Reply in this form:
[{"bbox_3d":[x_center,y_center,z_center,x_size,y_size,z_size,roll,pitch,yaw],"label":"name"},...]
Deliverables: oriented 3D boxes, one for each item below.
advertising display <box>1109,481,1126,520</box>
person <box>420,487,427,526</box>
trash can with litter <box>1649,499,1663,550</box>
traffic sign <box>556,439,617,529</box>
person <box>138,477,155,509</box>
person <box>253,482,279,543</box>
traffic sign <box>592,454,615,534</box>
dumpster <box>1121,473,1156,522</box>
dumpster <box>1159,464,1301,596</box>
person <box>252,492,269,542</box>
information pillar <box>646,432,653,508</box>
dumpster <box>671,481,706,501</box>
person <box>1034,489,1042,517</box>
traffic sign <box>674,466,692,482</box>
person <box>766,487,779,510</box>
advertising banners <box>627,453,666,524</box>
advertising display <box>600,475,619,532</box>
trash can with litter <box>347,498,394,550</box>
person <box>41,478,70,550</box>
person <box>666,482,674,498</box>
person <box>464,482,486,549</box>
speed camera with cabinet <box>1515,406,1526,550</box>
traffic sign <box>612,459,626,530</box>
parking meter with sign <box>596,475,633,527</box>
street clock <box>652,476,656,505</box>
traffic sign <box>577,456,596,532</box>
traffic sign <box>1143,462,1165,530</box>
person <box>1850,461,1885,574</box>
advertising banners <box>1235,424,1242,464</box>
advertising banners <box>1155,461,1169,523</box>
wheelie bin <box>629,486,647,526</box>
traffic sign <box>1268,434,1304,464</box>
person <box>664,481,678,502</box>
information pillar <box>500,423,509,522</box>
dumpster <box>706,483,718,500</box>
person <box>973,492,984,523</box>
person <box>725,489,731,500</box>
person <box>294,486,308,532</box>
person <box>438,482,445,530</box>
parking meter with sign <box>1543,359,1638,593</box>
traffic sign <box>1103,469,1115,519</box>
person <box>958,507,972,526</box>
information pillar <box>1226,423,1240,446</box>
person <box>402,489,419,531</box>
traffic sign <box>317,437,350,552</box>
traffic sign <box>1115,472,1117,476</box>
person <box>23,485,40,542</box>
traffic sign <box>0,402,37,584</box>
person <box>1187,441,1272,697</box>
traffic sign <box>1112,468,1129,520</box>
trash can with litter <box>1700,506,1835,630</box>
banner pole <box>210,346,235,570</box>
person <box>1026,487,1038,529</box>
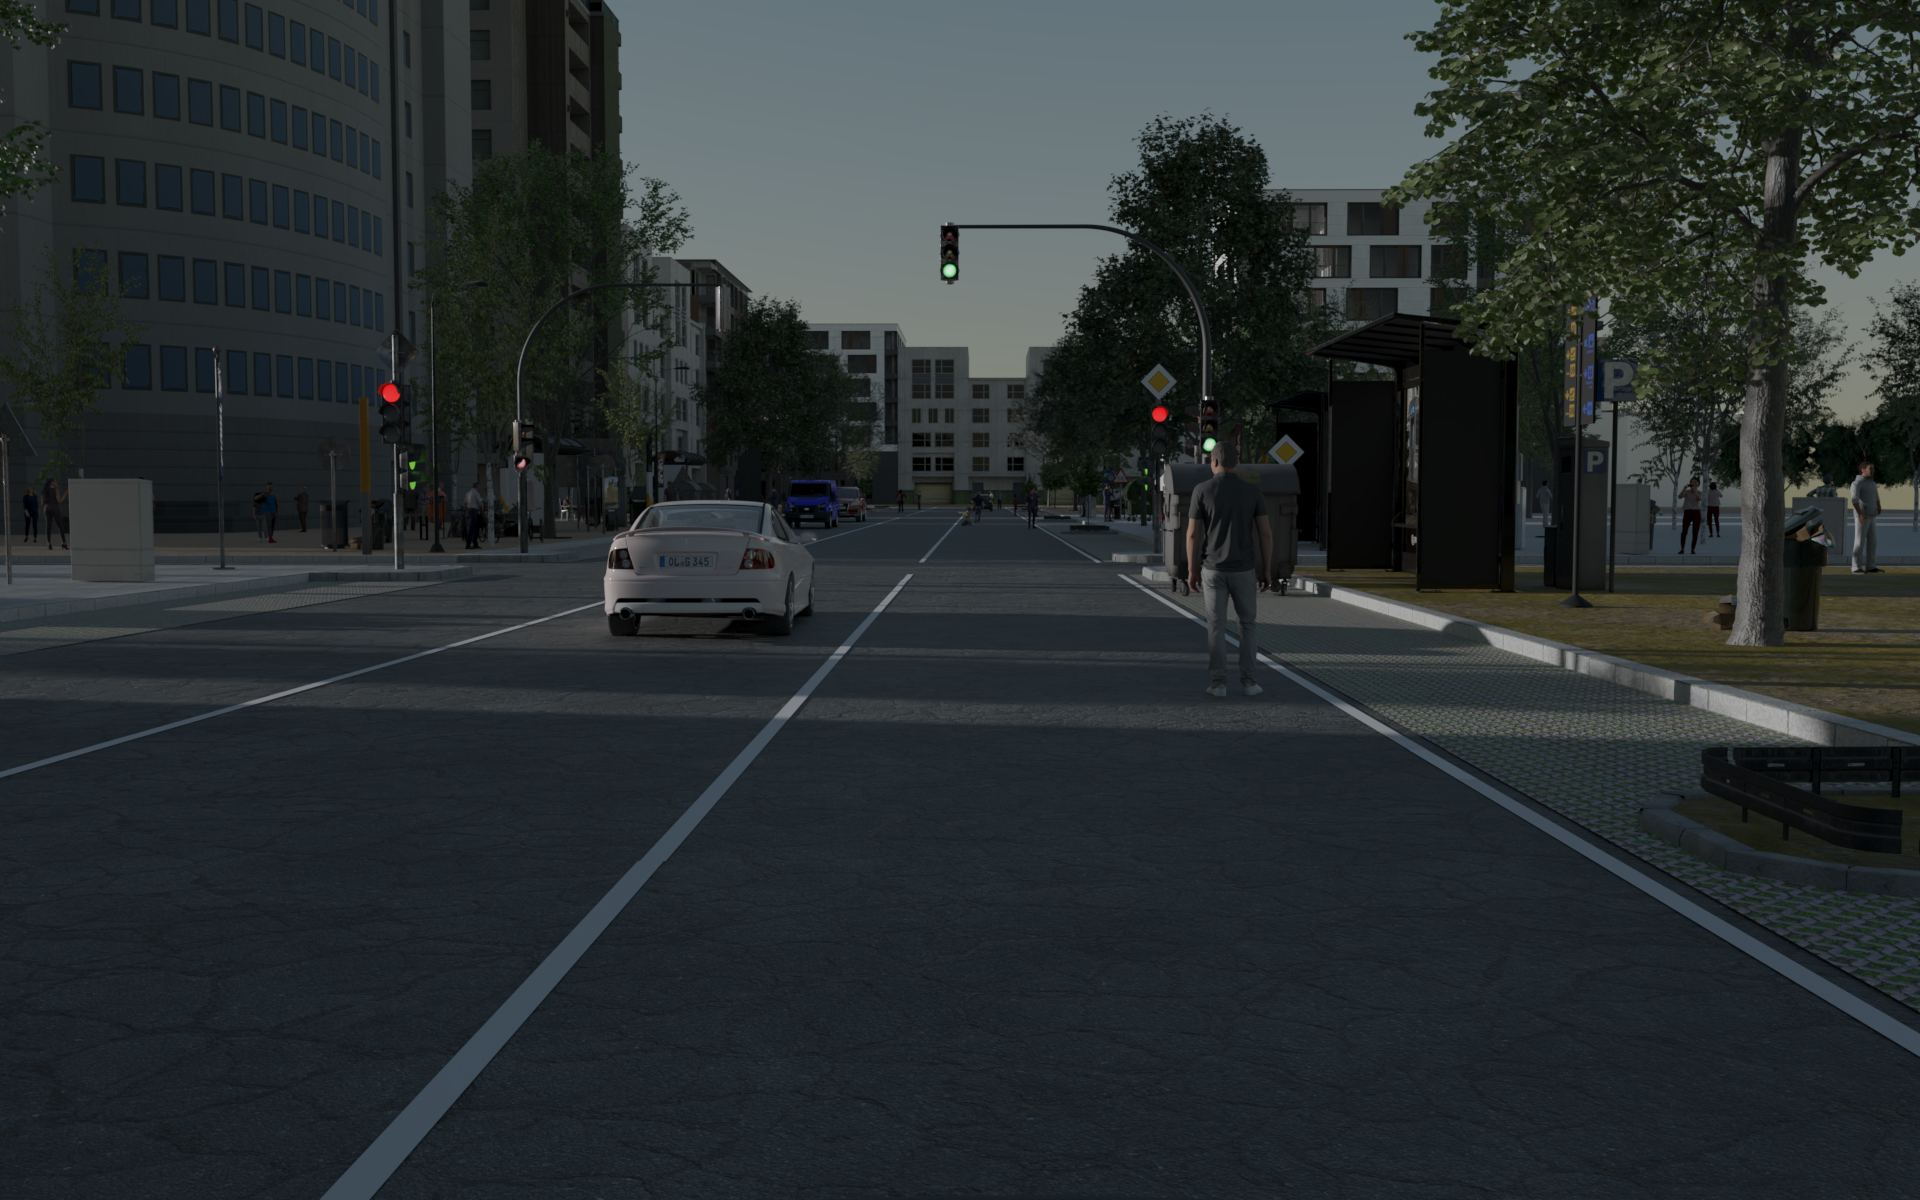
[{"bbox_3d":[7.912,-5.000,86.967,0.974,1.923,0.123,3,4,38],"label":"advertising display"},{"bbox_3d":[-21.365,-3.727,69.046,0.319,1.574,0.516,0,4,-4],"label":"person"},{"bbox_3d":[15.495,-1.721,39.532,1.055,1.170,0.624,-3,4,-37],"label":"trash can with litter"},{"bbox_3d":[-13.702,-4.259,63.513,2.265,3.308,0.079,0,4,4],"label":"traffic sign"},{"bbox_3d":[-25.215,-2.892,53.469,0.875,1.805,0.789,-2,4,-29],"label":"person"},{"bbox_3d":[-18.134,-2.293,45.410,0.662,1.594,0.647,2,4,30],"label":"person"},{"bbox_3d":[-11.401,-3.380,55.374,0.768,2.556,0.104,1,4,9],"label":"traffic sign"},{"bbox_3d":[8.344,-4.717,79.624,1.502,2.255,1.985,0,4,1],"label":"dumpster"},{"bbox_3d":[3.821,-1.002,24.600,1.865,1.857,1.264,0,4,-1],"label":"dumpster"},{"bbox_3d":[-18.821,-2.245,46.659,0.435,1.345,0.340,-1,4,-17],"label":"person"},{"bbox_3d":[-11.763,-4.544,65.642,0.183,3.616,0.504,0,4,8],"label":"information pillar"},{"bbox_3d":[-12.029,-4.281,75.746,1.264,1.857,1.865,0,4,1],"label":"dumpster"},{"bbox_3d":[4.784,-6.012,107.239,0.568,1.767,0.683,1,4,14],"label":"person"},{"bbox_3d":[-12.610,-4.824,78.870,0.884,2.594,0.081,0,4,6],"label":"traffic sign"},{"bbox_3d":[-8.506,-4.251,78.458,0.568,1.767,0.683,0,4,2],"label":"person"},{"bbox_3d":[-13.323,-4.744,73.758,0.090,3.025,2.074,3,5,41],"label":"advertising banners"},{"bbox_3d":[-12.047,-3.328,59.619,0.123,1.923,0.974,1,4,22],"label":"advertising display"},{"bbox_3d":[-13.663,-1.735,39.748,1.055,1.170,0.624,2,4,32],"label":"trash can with litter"},{"bbox_3d":[-20.819,-1.981,39.899,0.593,1.643,0.415,-3,4,-37],"label":"person"},{"bbox_3d":[-12.858,-4.365,77.566,0.875,1.805,0.789,-3,4,-37],"label":"person"},{"bbox_3d":[-11.341,-1.965,40.379,0.614,1.554,0.590,3,5,42],"label":"person"},{"bbox_3d":[12.604,-2.776,39.729,0.660,3.252,2.038,1,4,23],"label":"speed camera with cabinet"},{"bbox_3d":[-12.391,-3.803,62.284,0.768,2.556,0.104,0,4,6],"label":"traffic sign"},{"bbox_3d":[-13.345,-4.359,67.534,1.738,3.016,0.543,0,4,-4],"label":"parking meter with sign"},{"bbox_3d":[-12.207,-3.924,68.725,0.358,2.002,0.471,-2,4,-32],"label":"street clock"},{"bbox_3d":[-12.601,-3.581,58.652,0.768,2.556,0.104,1,4,9],"label":"traffic sign"},{"bbox_3d":[6.888,-3.762,61.610,0.768,2.556,0.104,0,4,3],"label":"traffic sign"},{"bbox_3d":[14.553,-1.319,27.759,0.875,1.805,0.789,-2,4,-25],"label":"person"},{"bbox_3d":[7.122,-2.860,42.948,0.090,3.025,2.074,0,4,-8],"label":"advertising banners"},{"bbox_3d":[8.847,-4.888,76.099,0.090,3.025,2.074,-1,4,-11],"label":"advertising banners"},{"bbox_3d":[-12.219,-3.578,66.410,0.980,1.594,0.693,0,4,8],"label":"wheelie bin"},{"bbox_3d":[7.153,-2.336,37.932,0.795,2.593,0.064,0,4,7],"label":"traffic sign"},{"bbox_3d":[-11.634,-3.887,69.723,0.598,1.807,0.434,-1,4,-12],"label":"person"},{"bbox_3d":[-14.643,-3.935,55.687,0.183,3.616,0.504,-3,4,-38],"label":"information pillar"},{"bbox_3d":[-13.294,-5.133,89.690,1.264,1.857,1.865,0,4,1],"label":"dumpster"},{"bbox_3d":[0.825,-4.548,85.070,0.569,1.553,0.471,3,5,43],"label":"person"},{"bbox_3d":[-11.415,-4.687,84.883,0.471,1.553,0.569,0,4,3],"label":"person"},{"bbox_3d":[-22.137,-3.053,58.227,0.388,1.546,0.482,1,4,16],"label":"person"},{"bbox_3d":[-18.759,-3.399,62.549,0.436,1.711,0.756,0,4,-4],"label":"person"},{"bbox_3d":[8.391,-1.653,23.280,0.543,3.016,1.738,0,4,-6],"label":"parking meter with sign"},{"bbox_3d":[7.546,-5.413,88.607,0.768,2.556,0.104,0,4,6],"label":"traffic sign"},{"bbox_3d":[0.239,-3.800,78.560,0.695,0.859,0.347,2,4,32],"label":"person"},{"bbox_3d":[9.063,-4.048,57.535,0.504,3.616,0.183,3,4,36],"label":"information pillar"},{"bbox_3d":[-19.319,-3.308,60.818,0.565,1.739,0.600,-3,5,-43],"label":"person"},{"bbox_3d":[-13.901,-2.345,38.440,0.768,2.556,0.104,0,4,7],"label":"traffic sign"},{"bbox_3d":[9.281,-6.317,103.290,0.884,2.594,0.081,0,4,5],"label":"traffic sign"},{"bbox_3d":[-24.687,-2.286,45.960,0.613,1.512,0.480,1,4,23],"label":"person"},{"bbox_3d":[-13.505,-1.500,24.535,0.884,2.594,0.081,0,4,4],"label":"traffic sign"},{"bbox_3d":[1.926,-0.229,12.366,0.598,1.807,0.434,1,4,12],"label":"person"},{"bbox_3d":[7.898,-5.207,85.137,0.884,2.594,0.081,0,4,2],"label":"traffic sign"},{"bbox_3d":[7.596,-0.300,16.298,1.055,1.170,0.624,1,4,11],"label":"trash can with litter"},{"bbox_3d":[-12.462,-2.397,29.206,0.401,3.779,0.863,-2,4,-27],"label":"banner pole"},{"bbox_3d":[2.976,-3.816,71.816,0.541,1.710,0.530,-1,4,-13],"label":"person"}]
